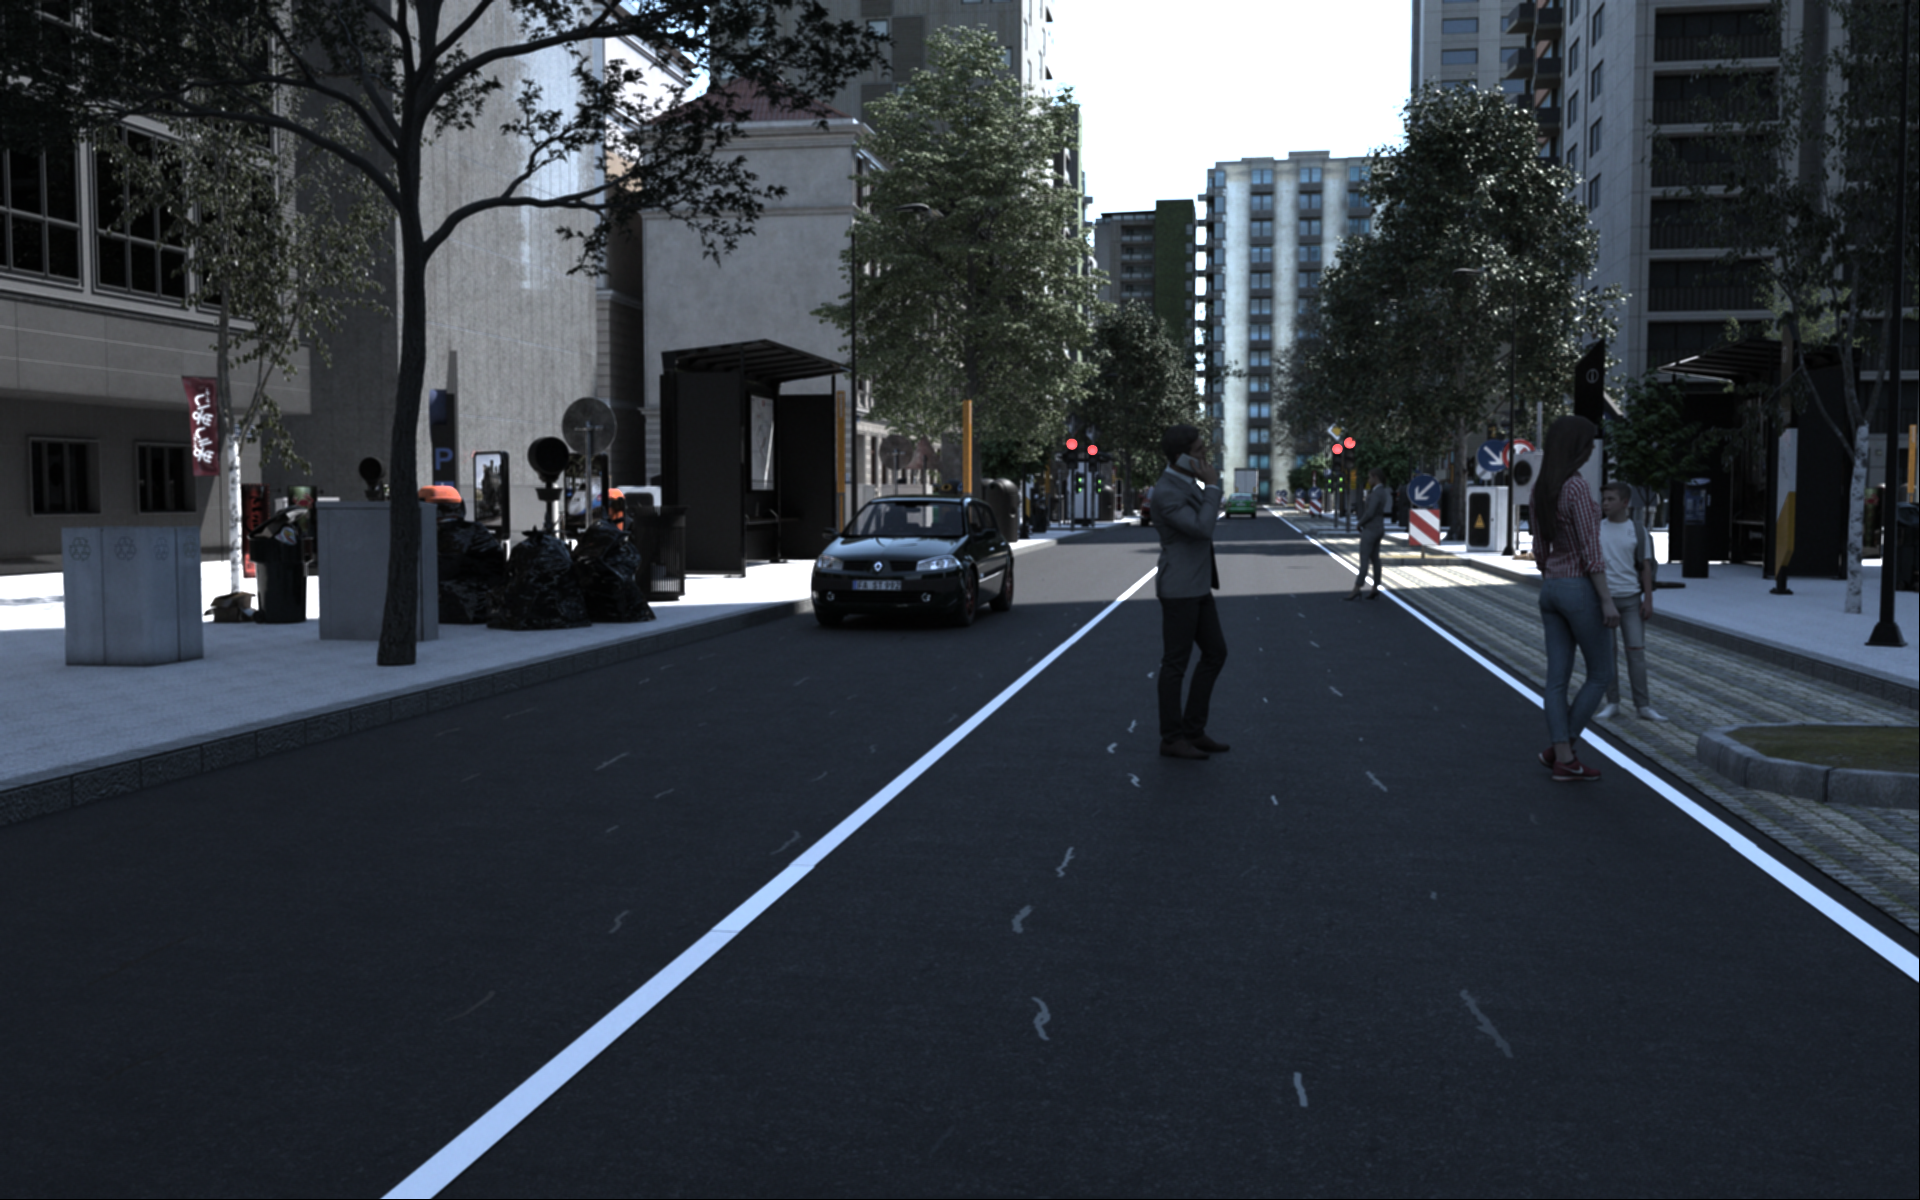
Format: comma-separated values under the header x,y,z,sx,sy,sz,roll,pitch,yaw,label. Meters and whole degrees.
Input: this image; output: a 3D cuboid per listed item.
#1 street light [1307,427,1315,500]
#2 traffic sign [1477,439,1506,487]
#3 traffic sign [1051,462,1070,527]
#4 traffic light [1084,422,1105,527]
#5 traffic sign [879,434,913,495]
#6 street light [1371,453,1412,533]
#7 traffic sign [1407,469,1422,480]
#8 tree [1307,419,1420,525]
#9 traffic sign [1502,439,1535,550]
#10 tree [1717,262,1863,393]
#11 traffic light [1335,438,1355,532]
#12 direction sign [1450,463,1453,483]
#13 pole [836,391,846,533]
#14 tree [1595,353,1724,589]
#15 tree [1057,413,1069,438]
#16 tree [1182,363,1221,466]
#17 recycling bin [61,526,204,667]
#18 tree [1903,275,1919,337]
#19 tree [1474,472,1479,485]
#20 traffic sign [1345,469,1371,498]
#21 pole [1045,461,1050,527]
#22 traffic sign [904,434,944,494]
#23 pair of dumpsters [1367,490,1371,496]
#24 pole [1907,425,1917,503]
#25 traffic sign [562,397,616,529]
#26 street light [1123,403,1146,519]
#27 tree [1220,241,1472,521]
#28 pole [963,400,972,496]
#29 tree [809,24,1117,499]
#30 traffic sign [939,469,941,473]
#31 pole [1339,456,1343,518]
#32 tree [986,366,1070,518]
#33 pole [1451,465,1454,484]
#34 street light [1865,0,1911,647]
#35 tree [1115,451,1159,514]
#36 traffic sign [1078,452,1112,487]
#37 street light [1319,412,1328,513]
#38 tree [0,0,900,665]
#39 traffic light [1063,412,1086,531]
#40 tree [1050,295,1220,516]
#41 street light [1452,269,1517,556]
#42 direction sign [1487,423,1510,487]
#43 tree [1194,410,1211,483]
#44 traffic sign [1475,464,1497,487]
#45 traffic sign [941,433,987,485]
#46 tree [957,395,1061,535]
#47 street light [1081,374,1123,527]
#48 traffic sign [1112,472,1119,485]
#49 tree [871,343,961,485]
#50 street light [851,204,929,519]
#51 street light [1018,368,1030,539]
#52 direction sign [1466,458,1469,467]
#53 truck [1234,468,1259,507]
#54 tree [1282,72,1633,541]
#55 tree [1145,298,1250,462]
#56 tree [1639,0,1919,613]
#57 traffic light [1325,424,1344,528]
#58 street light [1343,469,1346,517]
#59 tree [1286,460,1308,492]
x,y,z,sx,sy,sz,roll,pitch,yaw,label
24.386,-8.892,117.929,1.470,5.913,1.316,1,4,9,street light
12.430,-2.465,40.403,0.768,2.556,0.104,1,4,13,traffic sign
3.922,-4.155,68.038,0.768,2.556,0.104,1,4,15,traffic sign
5.181,-4.787,67.184,0.839,4.253,0.868,1,4,9,traffic light
-1.374,-2.254,36.961,0.768,2.556,0.104,1,4,16,traffic sign
14.394,-5.192,57.432,1.470,5.913,1.316,1,4,9,street light
23.268,-5.417,88.678,0.768,2.556,0.104,1,4,14,traffic sign
17.523,-5.374,71.587,4.285,4.588,4.351,0,3,0,tree
12.858,-2.433,39.885,0.768,2.556,0.104,1,4,12,traffic sign
25.542,-6.286,53.142,4.737,8.622,4.395,0,3,0,tree
12.966,-4.214,57.822,0.839,4.253,0.868,1,4,9,traffic light
35.841,-8.152,125.288,0.379,3.537,0.876,-3,5,-42,direction sign
-2.367,-2.481,34.407,0.158,3.312,0.155,0,3,0,pole
9.634,-1.791,23.890,1.663,3.219,1.824,0,3,0,tree
9.480,-11.080,131.514,4.360,8.622,3.978,0,3,0,tree
15.872,-13.978,138.908,12.009,13.543,11.850,0,3,0,tree
-6.310,-0.041,13.231,0.722,1.027,0.722,1,4,9,recycling bin
19.232,-4.913,30.689,4.737,8.622,4.395,0,3,0,tree
35.313,-7.505,117.311,1.663,3.219,1.824,0,3,0,tree
25.594,-7.123,110.332,2.265,3.308,0.079,1,4,19,traffic sign
3.400,-4.488,67.214,0.158,3.312,0.155,0,3,0,pole
-0.775,-2.287,37.397,0.884,2.594,0.081,1,4,13,traffic sign
27.478,-6.756,112.957,1.574,2.255,4.437,1,4,10,pair of dumpsters
27.992,-3.494,50.967,0.158,3.312,0.155,0,3,0,pole
-4.887,-1.387,22.789,0.768,2.556,0.104,1,4,13,traffic sign
8.780,-7.084,88.363,1.470,5.913,1.316,1,4,9,street light
19.301,-10.529,82.513,12.009,13.543,11.850,0,3,0,tree
0.156,-2.680,37.657,0.158,3.312,0.155,0,3,0,pole
0.102,-7.638,43.012,7.486,12.596,7.792,0,3,0,tree
-0.344,-3.571,58.492,0.768,2.556,0.104,1,4,17,traffic sign
20.508,-6.078,93.216,0.158,3.312,0.155,0,3,0,pole
3.514,-8.687,92.389,4.737,8.622,4.395,0,3,0,tree
34.563,-7.813,121.591,0.158,3.312,0.155,0,3,0,pole
7.330,-2.573,14.617,1.470,5.913,1.316,1,4,9,street light
11.669,-7.871,112.412,4.285,4.588,4.351,0,3,0,tree
6.326,-5.565,84.862,2.265,3.308,0.079,1,4,13,traffic sign
20.921,-7.595,96.715,1.470,5.913,1.316,1,4,9,street light
-3.910,-4.795,12.810,7.601,10.594,8.767,-1,4,-17,tree
3.875,-4.305,59.306,0.839,4.253,0.868,1,4,9,traffic light
9.657,-11.207,100.244,9.611,12.733,9.660,0,3,0,tree
10.858,-3.870,35.821,1.470,5.913,1.316,1,4,9,street light
17.191,-3.875,55.360,0.876,3.537,0.379,-1,4,-22,direction sign
23.438,-16.367,185.728,7.486,12.596,7.792,0,3,0,tree
19.471,-3.916,64.140,0.768,2.556,0.104,1,4,16,traffic sign
0.461,-3.881,57.331,2.265,3.308,0.079,1,4,16,traffic sign
1.517,-4.337,54.626,4.285,4.588,4.351,0,3,0,tree
5.408,-5.785,67.133,1.470,5.913,1.316,1,4,9,street light
7.387,-5.122,84.927,0.795,2.450,0.064,1,4,10,traffic sign
-1.953,-7.726,76.684,4.737,8.622,4.395,0,3,0,tree
-1.186,-3.389,27.958,1.470,5.913,1.316,1,4,9,street light
2.357,-4.686,49.160,1.470,5.913,1.316,1,4,9,street light
31.238,-7.063,107.471,0.876,3.537,0.379,-2,4,-29,direction sign
31.892,-12.479,192.947,2.839,4.237,11.283,1,4,10,truck
13.703,-7.982,47.507,9.611,12.733,9.660,0,3,0,tree
21.501,-19.018,166.836,12.611,20.169,13.585,0,3,0,tree
9.659,-4.177,18.654,4.360,8.622,3.978,0,3,0,tree
14.271,-4.696,65.700,0.839,4.253,0.868,1,4,9,traffic light
17.339,-6.274,75.126,1.470,5.913,1.316,1,4,9,street light
27.453,-9.055,131.770,4.285,4.588,4.351,0,3,0,tree
